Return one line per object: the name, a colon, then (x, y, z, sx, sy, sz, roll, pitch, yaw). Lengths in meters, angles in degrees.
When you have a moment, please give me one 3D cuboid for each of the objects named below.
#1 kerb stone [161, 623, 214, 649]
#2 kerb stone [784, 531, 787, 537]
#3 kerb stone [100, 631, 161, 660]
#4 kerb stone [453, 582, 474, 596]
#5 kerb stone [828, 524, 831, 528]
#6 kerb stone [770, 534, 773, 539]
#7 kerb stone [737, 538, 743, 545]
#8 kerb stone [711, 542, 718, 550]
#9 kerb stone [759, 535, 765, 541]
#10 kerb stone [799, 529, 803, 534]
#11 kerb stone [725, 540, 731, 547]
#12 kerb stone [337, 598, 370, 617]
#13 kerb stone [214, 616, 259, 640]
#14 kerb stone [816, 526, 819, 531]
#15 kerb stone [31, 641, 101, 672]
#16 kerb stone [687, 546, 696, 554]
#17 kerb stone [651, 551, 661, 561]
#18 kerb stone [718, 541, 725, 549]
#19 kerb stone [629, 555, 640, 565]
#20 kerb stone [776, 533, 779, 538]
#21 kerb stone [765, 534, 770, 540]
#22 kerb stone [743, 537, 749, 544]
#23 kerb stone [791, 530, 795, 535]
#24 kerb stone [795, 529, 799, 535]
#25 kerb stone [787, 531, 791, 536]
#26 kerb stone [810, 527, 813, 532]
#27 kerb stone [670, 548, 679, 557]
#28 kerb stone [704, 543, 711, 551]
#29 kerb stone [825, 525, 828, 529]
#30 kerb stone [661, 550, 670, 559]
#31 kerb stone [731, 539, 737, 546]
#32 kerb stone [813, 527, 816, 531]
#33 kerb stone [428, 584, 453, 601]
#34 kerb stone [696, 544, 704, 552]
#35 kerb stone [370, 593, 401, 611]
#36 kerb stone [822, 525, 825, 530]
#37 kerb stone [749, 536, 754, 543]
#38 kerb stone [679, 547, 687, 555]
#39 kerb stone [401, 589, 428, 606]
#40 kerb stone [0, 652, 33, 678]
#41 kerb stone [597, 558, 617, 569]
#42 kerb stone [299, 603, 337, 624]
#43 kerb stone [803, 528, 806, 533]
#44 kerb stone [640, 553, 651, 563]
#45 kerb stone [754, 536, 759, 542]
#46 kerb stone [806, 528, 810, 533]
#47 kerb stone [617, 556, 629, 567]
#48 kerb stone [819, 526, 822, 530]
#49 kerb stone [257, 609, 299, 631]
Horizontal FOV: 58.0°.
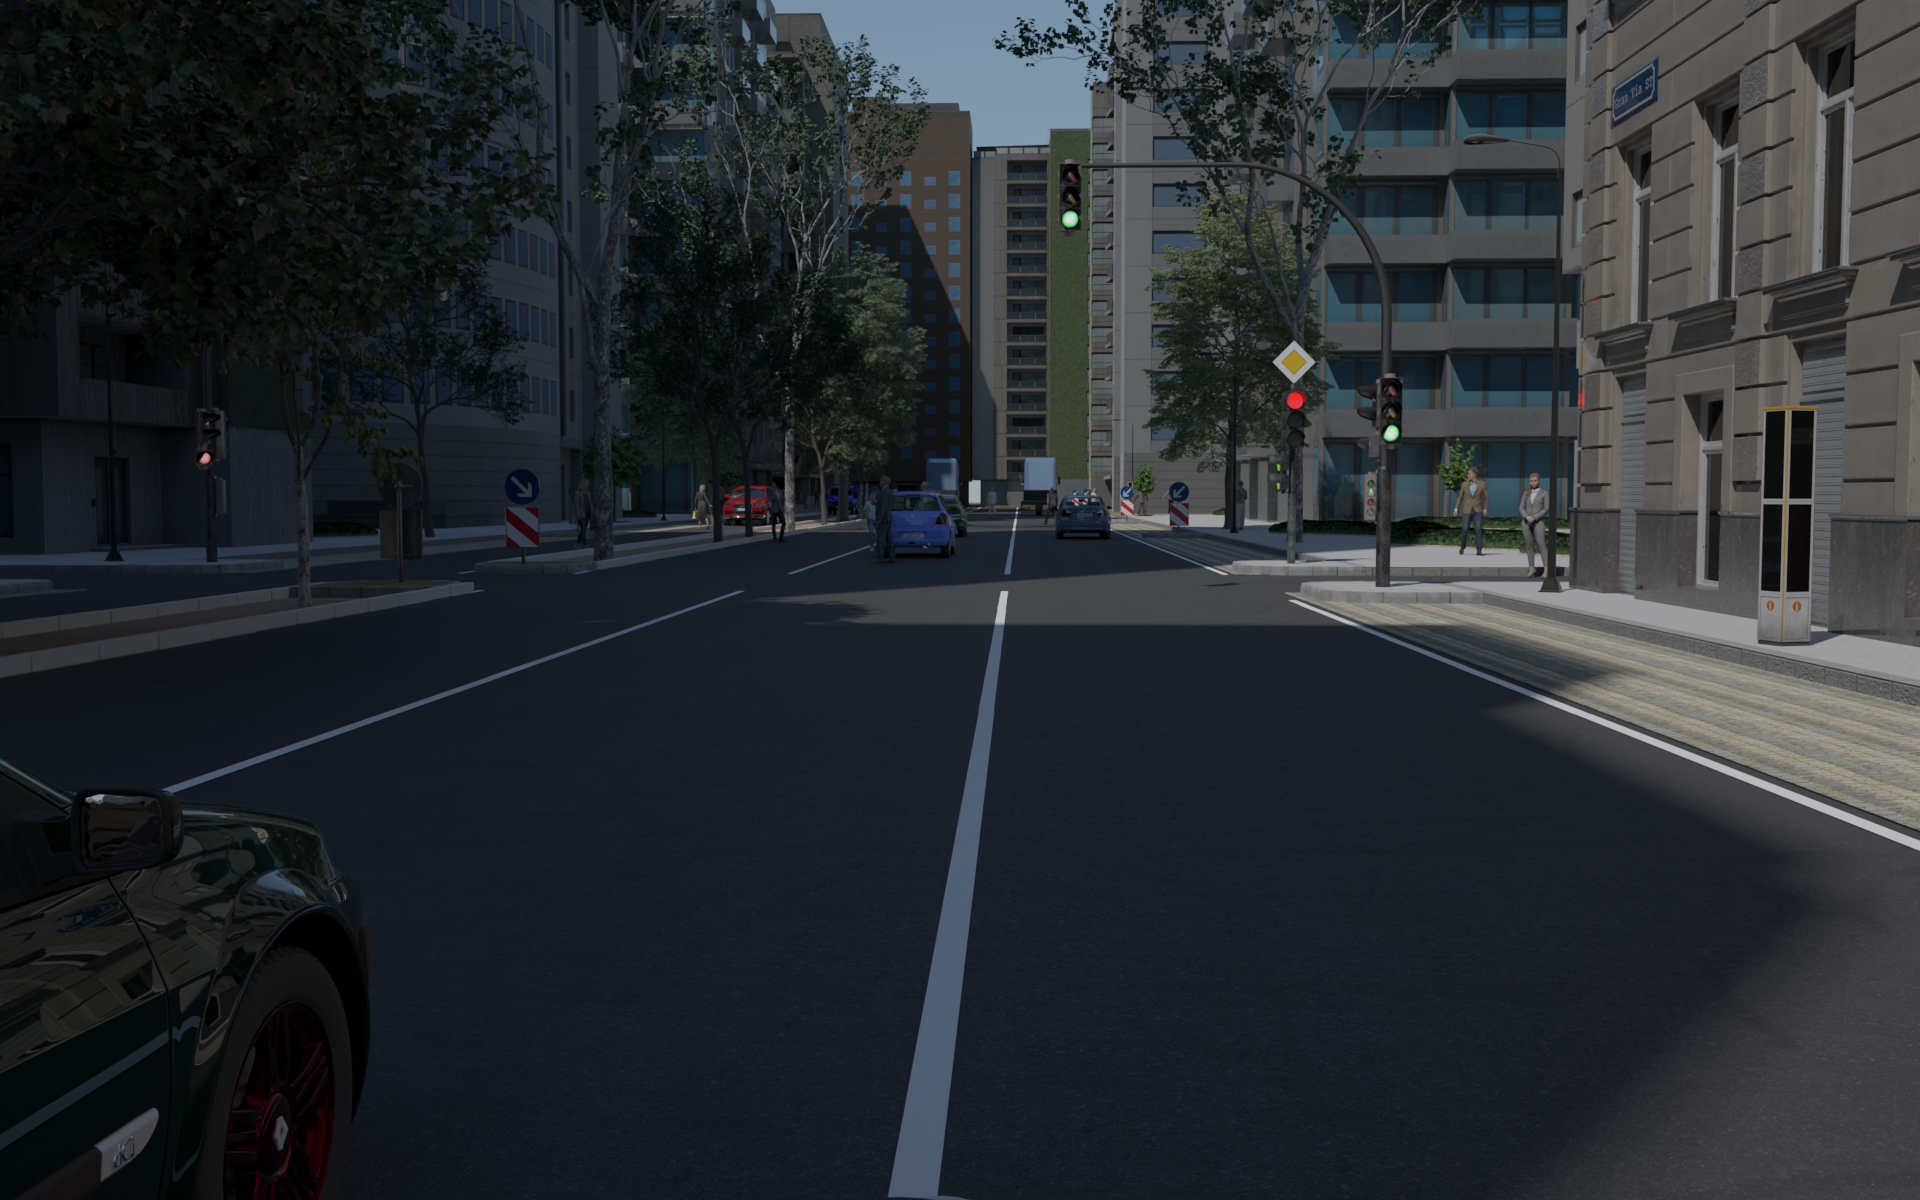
kerb stone: (-7.415, 0.350, 16.467, 0.120, 0.150, 1.000, 0, 4, 2)
kerb stone: (-5.993, -2.186, 57.951, 0.120, 0.150, 1.000, 0, 4, 2)
kerb stone: (-7.458, 0.413, 15.442, 0.120, 0.150, 1.000, 0, 4, 2)
kerb stone: (-7.136, -0.150, 24.652, 0.120, 0.150, 1.000, 0, 4, 2)
kerb stone: (-5.535, -3.001, 71.259, 0.120, 0.150, 1.000, 0, 4, 2)
kerb stone: (-6.095, -1.998, 54.880, 0.120, 0.150, 1.000, 0, 4, 2)
kerb stone: (-6.308, -1.621, 48.749, 0.120, 0.150, 1.000, 0, 4, 2)
kerb stone: (-6.453, -1.371, 44.644, 0.120, 0.150, 1.000, 0, 4, 2)
kerb stone: (-6.172, -1.874, 52.836, 0.120, 0.150, 1.000, 0, 4, 2)
kerb stone: (-5.852, -2.438, 62.053, 0.120, 0.150, 1.000, 0, 4, 2)
kerb stone: (-6.375, -1.498, 46.697, 0.120, 0.150, 1.000, 0, 4, 2)
kerb stone: (-7.278, 0.100, 20.557, 0.120, 0.150, 1.000, 0, 4, 2)
kerb stone: (-7.385, 0.289, 17.488, 0.120, 0.150, 1.000, 0, 4, 2)
kerb stone: (-5.671, -2.751, 67.172, 0.120, 0.150, 1.000, 0, 4, 2)
kerb stone: (-7.493, 0.478, 14.415, 0.120, 0.150, 1.000, 0, 4, 2)
kerb stone: (-6.550, -1.186, 41.579, 0.120, 0.150, 1.000, 0, 4, 2)
kerb stone: (-6.696, -0.936, 37.492, 0.120, 0.150, 1.000, 0, 4, 2)
kerb stone: (-6.409, -1.432, 45.676, 0.120, 0.150, 1.000, 0, 4, 2)
kerb stone: (-6.765, -0.811, 35.449, 0.120, 0.150, 1.000, 0, 4, 2)
kerb stone: (-6.062, -2.062, 55.905, 0.120, 0.150, 1.000, 0, 4, 2)
kerb stone: (-6.128, -1.937, 53.858, 0.120, 0.150, 1.000, 0, 4, 2)
kerb stone: (-6.273, -1.683, 49.770, 0.120, 0.150, 1.000, 0, 4, 2)
kerb stone: (-5.918, -2.312, 60.000, 0.120, 0.150, 1.000, 0, 4, 2)
kerb stone: (-5.879, -2.375, 61.031, 0.120, 0.150, 1.000, 0, 4, 2)
kerb stone: (-5.955, -2.250, 58.978, 0.120, 0.150, 1.000, 0, 4, 2)
kerb stone: (-5.740, -2.619, 65.125, 0.120, 0.150, 1.000, 0, 4, 2)
kerb stone: (-6.629, -1.060, 39.536, 0.120, 0.150, 1.000, 0, 4, 2)
kerb stone: (-6.480, -1.311, 43.622, 0.120, 0.150, 1.000, 0, 4, 2)
kerb stone: (-5.568, -2.934, 70.237, 0.120, 0.150, 1.000, 0, 4, 2)
kerb stone: (-6.663, -0.998, 38.514, 0.120, 0.150, 1.000, 0, 4, 2)
kerb stone: (-6.347, -1.562, 47.727, 0.120, 0.150, 1.000, 0, 4, 2)
kerb stone: (-5.705, -2.688, 66.146, 0.120, 0.150, 1.000, 0, 4, 2)
kerb stone: (-7.182, -0.084, 23.632, 0.120, 0.150, 1.000, 0, 4, 2)
kerb stone: (-6.518, -1.248, 42.601, 0.120, 0.150, 1.000, 0, 4, 2)
kerb stone: (-7.240, 0.038, 21.579, 0.120, 0.150, 1.000, 0, 4, 2)
kerb stone: (-5.604, -2.876, 69.216, 0.120, 0.150, 1.000, 0, 4, 2)
kerb stone: (-6.243, -1.749, 50.792, 0.120, 0.150, 1.000, 0, 4, 2)
kerb stone: (-6.598, -1.123, 40.558, 0.120, 0.150, 1.000, 0, 4, 2)
kerb stone: (-7.204, -0.025, 22.606, 0.120, 0.150, 1.000, 0, 4, 2)
kerb stone: (-7.532, 0.543, 13.394, 0.120, 0.150, 1.000, 0, 4, 2)
kerb stone: (-6.839, -0.685, 33.402, 0.120, 0.150, 1.000, 0, 4, 2)
kerb stone: (-7.316, 0.163, 19.531, 0.120, 0.150, 1.000, 0, 4, 2)
kerb stone: (-5.813, -2.497, 63.077, 0.120, 0.150, 1.000, 0, 4, 2)
kerb stone: (-6.731, -0.873, 36.471, 0.120, 0.150, 1.000, 0, 4, 2)
kerb stone: (-6.209, -1.804, 51.815, 0.120, 0.150, 1.000, 0, 4, 2)
kerb stone: (-5.783, -2.559, 64.101, 0.120, 0.150, 1.000, 0, 4, 2)
kerb stone: (-6.801, -0.748, 34.427, 0.120, 0.150, 1.000, 0, 4, 2)
kerb stone: (-5.632, -2.813, 68.194, 0.120, 0.150, 1.000, 0, 4, 2)
kerb stone: (-7.358, 0.226, 18.510, 0.120, 0.150, 1.000, 0, 4, 2)
